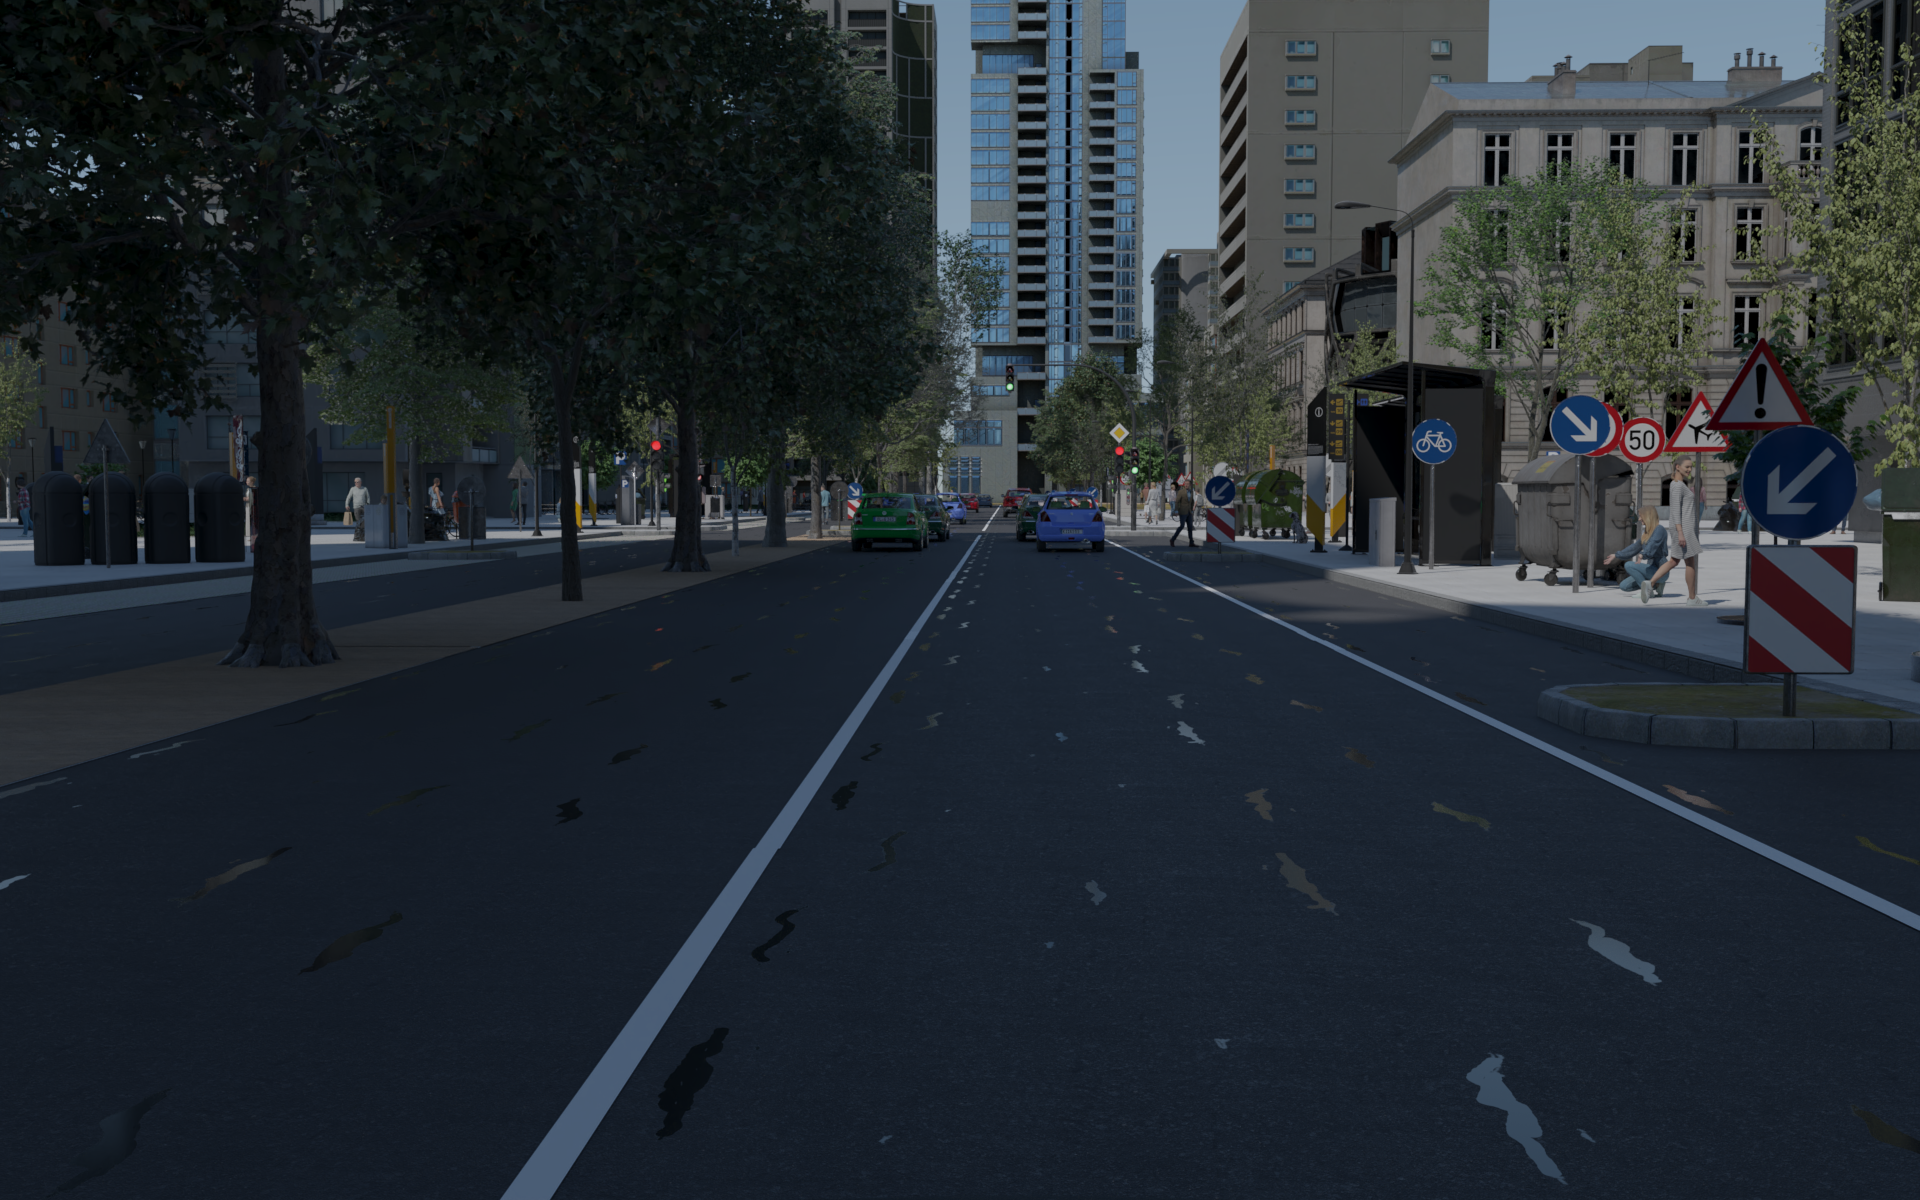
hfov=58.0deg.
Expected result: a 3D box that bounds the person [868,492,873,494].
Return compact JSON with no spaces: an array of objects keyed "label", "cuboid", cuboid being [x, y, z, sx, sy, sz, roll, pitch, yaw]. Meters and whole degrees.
[{"label":"person","cuboid":[-9.898,-11.346,191.575,1.348,1.821,0.705,2,4,27]}]

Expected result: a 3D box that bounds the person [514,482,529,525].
[{"label":"person","cuboid":[-18.192,-4.016,71.893,0.592,1.802,0.473,-2,4,-33]}]

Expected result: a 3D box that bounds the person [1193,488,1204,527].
[{"label":"person","cuboid":[9.280,-3.612,67.694,0.523,1.515,0.503,1,4,12]}]

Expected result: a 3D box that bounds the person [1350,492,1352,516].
[{"label":"person","cuboid":[23.385,-5.860,102.859,0.522,1.701,0.512,3,4,37]}]

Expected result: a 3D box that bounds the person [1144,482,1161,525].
[{"label":"person","cuboid":[8.068,-4.041,72.467,0.694,1.780,0.624,0,4,-2]}]

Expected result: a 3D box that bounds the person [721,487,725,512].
[{"label":"person","cuboid":[-16.623,-7.014,121.145,0.534,1.772,0.576,-2,4,-25]}]

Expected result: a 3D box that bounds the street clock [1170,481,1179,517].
[{"label":"street clock","cuboid":[12.250,-5.771,98.922,0.471,2.002,0.358,0,4,-1]}]

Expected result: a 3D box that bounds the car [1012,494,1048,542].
[{"label":"car","cuboid":[2.674,-2.565,53.731,2.131,1.459,4.920,0,4,1]}]

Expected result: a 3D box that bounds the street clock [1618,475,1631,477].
[{"label":"street clock","cuboid":[23.293,-3.436,60.746,0.358,2.002,0.471,-1,4,-19]}]

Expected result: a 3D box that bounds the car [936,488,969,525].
[{"label":"car","cuboid":[-0.571,-4.473,82.717,1.945,1.707,3.694,0,4,3]}]

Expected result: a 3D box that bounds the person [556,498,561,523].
[{"label":"person","cuboid":[-17.518,-3.972,76.485,0.738,1.151,1.012,-2,4,-33]}]

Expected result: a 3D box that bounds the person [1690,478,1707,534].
[{"label":"person","cuboid":[23.533,-3.006,55.199,0.555,1.821,0.388,1,4,14]}]

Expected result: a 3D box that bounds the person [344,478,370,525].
[{"label":"person","cuboid":[-18.146,-2.788,52.119,0.782,1.767,0.515,-1,4,-21]}]

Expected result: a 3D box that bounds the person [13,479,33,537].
[{"label":"person","cuboid":[-27.960,-2.749,51.826,0.643,1.720,0.563,-2,4,-27]}]

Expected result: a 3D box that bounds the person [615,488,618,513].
[{"label":"person","cuboid":[-23.118,-6.731,117.102,0.512,1.701,0.522,1,4,15]}]

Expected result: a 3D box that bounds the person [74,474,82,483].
[{"label":"person","cuboid":[-23.909,-2.492,46.887,0.616,1.811,0.778,3,4,38]}]

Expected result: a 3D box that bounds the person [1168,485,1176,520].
[{"label":"person","cuboid":[10.535,-4.839,85.829,0.731,1.740,0.598,3,5,43]}]

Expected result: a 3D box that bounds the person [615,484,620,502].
[{"label":"person","cuboid":[-19.044,-5.599,97.435,0.795,1.843,0.661,3,5,44]}]

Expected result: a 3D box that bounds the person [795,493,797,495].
[{"label":"person","cuboid":[-19.137,-11.649,199.742,0.697,1.427,0.421,-2,4,-35]}]

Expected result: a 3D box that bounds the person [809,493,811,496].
[{"label":"person","cuboid":[-11.462,-7.833,134.292,0.466,1.800,0.511,1,4,9]}]

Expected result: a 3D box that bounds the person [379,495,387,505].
[{"label":"person","cuboid":[-14.985,-2.092,44.930,0.352,1.250,0.332,1,4,15]}]

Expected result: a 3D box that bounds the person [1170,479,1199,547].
[{"label":"person","cuboid":[6.063,-2.353,46.880,0.836,1.842,0.656,2,4,25]}]

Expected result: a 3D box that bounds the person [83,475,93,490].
[{"label":"person","cuboid":[-28.074,-3.094,55.993,0.474,1.900,0.648,-2,4,-26]}]

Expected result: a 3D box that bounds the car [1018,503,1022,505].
[{"label":"car","cuboid":[3.864,-4.396,84.236,2.083,1.381,4.827,0,4,1]}]

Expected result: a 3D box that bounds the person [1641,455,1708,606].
[{"label":"person","cuboid":[8.217,-0.797,19.827,0.760,1.731,0.466,-1,4,-9]}]

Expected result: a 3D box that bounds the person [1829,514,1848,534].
[{"label":"person","cuboid":[28.164,-3.003,55.331,0.721,1.800,0.419,1,4,16]}]

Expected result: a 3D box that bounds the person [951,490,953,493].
[{"label":"person","cuboid":[-0.780,-7.786,136.474,0.598,1.740,0.731,0,4,-6]}]

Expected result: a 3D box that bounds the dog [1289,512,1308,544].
[{"label":"dog","cuboid":[8.788,-1.871,44.970,0.513,0.831,0.800,1,4,11]}]

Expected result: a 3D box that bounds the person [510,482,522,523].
[{"label":"person","cuboid":[-19.659,-4.306,76.699,0.529,1.795,0.600,0,4,1]}]

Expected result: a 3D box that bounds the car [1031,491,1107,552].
[{"label":"car","cuboid":[2.793,-2.115,44.172,1.945,1.707,3.694,0,4,2]}]

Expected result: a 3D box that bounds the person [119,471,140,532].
[{"label":"person","cuboid":[-20.248,-2.190,41.834,0.713,1.824,0.794,0,4,2]}]

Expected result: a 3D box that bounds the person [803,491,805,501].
[{"label":"person","cuboid":[-20.226,-13.255,225.180,0.705,1.831,1.348,-1,4,-22]}]

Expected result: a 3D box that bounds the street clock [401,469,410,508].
[{"label":"street clock","cuboid":[-16.118,-2.811,50.524,0.358,2.002,0.471,-1,4,-20]}]

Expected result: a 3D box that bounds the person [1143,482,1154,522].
[{"label":"person","cuboid":[8.765,-4.535,80.157,0.580,1.828,0.573,0,4,-6]}]

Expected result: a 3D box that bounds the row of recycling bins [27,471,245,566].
[{"label":"row of recycling bins","cuboid":[-15.090,-1.518,31.936,3.534,1.692,1.069,-2,4,-32]}]

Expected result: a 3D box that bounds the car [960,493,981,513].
[{"label":"car","cuboid":[0.543,-7.551,132.496,2.155,1.783,4.494,0,4,0]}]

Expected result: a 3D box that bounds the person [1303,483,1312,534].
[{"label":"person","cuboid":[11.204,-3.037,55.894,0.583,1.804,0.606,-1,4,-10]}]

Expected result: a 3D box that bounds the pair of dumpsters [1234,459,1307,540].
[{"label":"pair of dumpsters","cuboid":[9.004,-2.924,50.304,1.574,2.255,4.437,0,4,2]}]

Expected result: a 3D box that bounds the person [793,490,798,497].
[{"label":"person","cuboid":[-21.095,-13.154,221.054,0.705,1.831,1.348,1,4,22]}]

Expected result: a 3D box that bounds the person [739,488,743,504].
[{"label":"person","cuboid":[-20.815,-9.746,165.253,0.709,1.838,0.599,1,4,20]}]

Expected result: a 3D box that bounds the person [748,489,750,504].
[{"label":"person","cuboid":[-21.085,-10.184,172.641,0.705,1.814,1.350,-1,4,-13]}]

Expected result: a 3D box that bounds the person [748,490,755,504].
[{"label":"person","cuboid":[-20.282,-9.856,168.017,0.721,1.723,1.217,2,4,26]}]

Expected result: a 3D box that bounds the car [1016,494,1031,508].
[{"label":"car","cuboid":[4.141,-5.278,96.522,2.015,1.641,3.980,0,4,1]}]

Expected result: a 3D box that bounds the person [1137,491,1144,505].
[{"label":"person","cuboid":[21.586,-12.181,205.291,1.348,1.812,0.705,-1,4,-20]}]

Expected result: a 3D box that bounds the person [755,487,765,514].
[{"label":"person","cuboid":[-12.981,-6.470,112.233,0.834,1.777,0.661,-1,4,-15]}]

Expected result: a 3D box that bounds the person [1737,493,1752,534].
[{"label":"person","cuboid":[25.276,-2.979,55.592,0.563,1.720,0.643,0,4,7]}]

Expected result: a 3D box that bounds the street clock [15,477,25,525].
[{"label":"street clock","cuboid":[-38.815,-4.097,71.548,0.471,2.002,0.358,3,5,44]}]

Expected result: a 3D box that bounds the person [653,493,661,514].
[{"label":"person","cuboid":[-19.211,-6.253,110.092,0.589,1.601,0.330,2,4,29]}]

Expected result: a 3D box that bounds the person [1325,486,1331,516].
[{"label":"person","cuboid":[14.046,-3.459,65.254,0.606,1.804,0.583,1,4,18]}]

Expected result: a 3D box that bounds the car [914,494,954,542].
[{"label":"car","cuboid":[-1.274,-2.554,53.552,2.131,1.459,4.920,0,4,2]}]

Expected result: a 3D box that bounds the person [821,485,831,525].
[{"label":"person","cuboid":[-6.382,-4.464,81.349,0.638,1.841,0.748,0,4,1]}]

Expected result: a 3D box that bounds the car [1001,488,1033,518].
[{"label":"car","cuboid":[3.676,-6.037,107.376,2.281,1.827,5.304,0,4,1]}]

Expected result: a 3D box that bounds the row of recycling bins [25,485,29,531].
[{"label":"row of recycling bins","cuboid":[-31.284,-3.311,61.244,3.534,1.692,1.069,0,4,-4]}]

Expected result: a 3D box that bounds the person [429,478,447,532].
[{"label":"person","cuboid":[-17.308,-3.124,57.208,0.778,1.811,0.616,-3,4,-38]}]

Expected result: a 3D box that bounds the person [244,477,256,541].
[{"label":"person","cuboid":[-19.294,-2.478,47.105,0.519,1.759,0.362,3,4,36]}]

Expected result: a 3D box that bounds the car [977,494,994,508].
[{"label":"car","cuboid":[2.535,-10.428,182.491,2.014,1.417,4.499,0,4,2]}]

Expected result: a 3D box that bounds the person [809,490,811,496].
[{"label":"person","cuboid":[-17.708,-12.154,204.849,0.705,1.814,1.350,-1,4,-18]}]

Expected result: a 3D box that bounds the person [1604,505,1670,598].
[{"label":"person","cuboid":[8.414,-0.602,21.380,0.738,1.151,1.012,1,4,12]}]
